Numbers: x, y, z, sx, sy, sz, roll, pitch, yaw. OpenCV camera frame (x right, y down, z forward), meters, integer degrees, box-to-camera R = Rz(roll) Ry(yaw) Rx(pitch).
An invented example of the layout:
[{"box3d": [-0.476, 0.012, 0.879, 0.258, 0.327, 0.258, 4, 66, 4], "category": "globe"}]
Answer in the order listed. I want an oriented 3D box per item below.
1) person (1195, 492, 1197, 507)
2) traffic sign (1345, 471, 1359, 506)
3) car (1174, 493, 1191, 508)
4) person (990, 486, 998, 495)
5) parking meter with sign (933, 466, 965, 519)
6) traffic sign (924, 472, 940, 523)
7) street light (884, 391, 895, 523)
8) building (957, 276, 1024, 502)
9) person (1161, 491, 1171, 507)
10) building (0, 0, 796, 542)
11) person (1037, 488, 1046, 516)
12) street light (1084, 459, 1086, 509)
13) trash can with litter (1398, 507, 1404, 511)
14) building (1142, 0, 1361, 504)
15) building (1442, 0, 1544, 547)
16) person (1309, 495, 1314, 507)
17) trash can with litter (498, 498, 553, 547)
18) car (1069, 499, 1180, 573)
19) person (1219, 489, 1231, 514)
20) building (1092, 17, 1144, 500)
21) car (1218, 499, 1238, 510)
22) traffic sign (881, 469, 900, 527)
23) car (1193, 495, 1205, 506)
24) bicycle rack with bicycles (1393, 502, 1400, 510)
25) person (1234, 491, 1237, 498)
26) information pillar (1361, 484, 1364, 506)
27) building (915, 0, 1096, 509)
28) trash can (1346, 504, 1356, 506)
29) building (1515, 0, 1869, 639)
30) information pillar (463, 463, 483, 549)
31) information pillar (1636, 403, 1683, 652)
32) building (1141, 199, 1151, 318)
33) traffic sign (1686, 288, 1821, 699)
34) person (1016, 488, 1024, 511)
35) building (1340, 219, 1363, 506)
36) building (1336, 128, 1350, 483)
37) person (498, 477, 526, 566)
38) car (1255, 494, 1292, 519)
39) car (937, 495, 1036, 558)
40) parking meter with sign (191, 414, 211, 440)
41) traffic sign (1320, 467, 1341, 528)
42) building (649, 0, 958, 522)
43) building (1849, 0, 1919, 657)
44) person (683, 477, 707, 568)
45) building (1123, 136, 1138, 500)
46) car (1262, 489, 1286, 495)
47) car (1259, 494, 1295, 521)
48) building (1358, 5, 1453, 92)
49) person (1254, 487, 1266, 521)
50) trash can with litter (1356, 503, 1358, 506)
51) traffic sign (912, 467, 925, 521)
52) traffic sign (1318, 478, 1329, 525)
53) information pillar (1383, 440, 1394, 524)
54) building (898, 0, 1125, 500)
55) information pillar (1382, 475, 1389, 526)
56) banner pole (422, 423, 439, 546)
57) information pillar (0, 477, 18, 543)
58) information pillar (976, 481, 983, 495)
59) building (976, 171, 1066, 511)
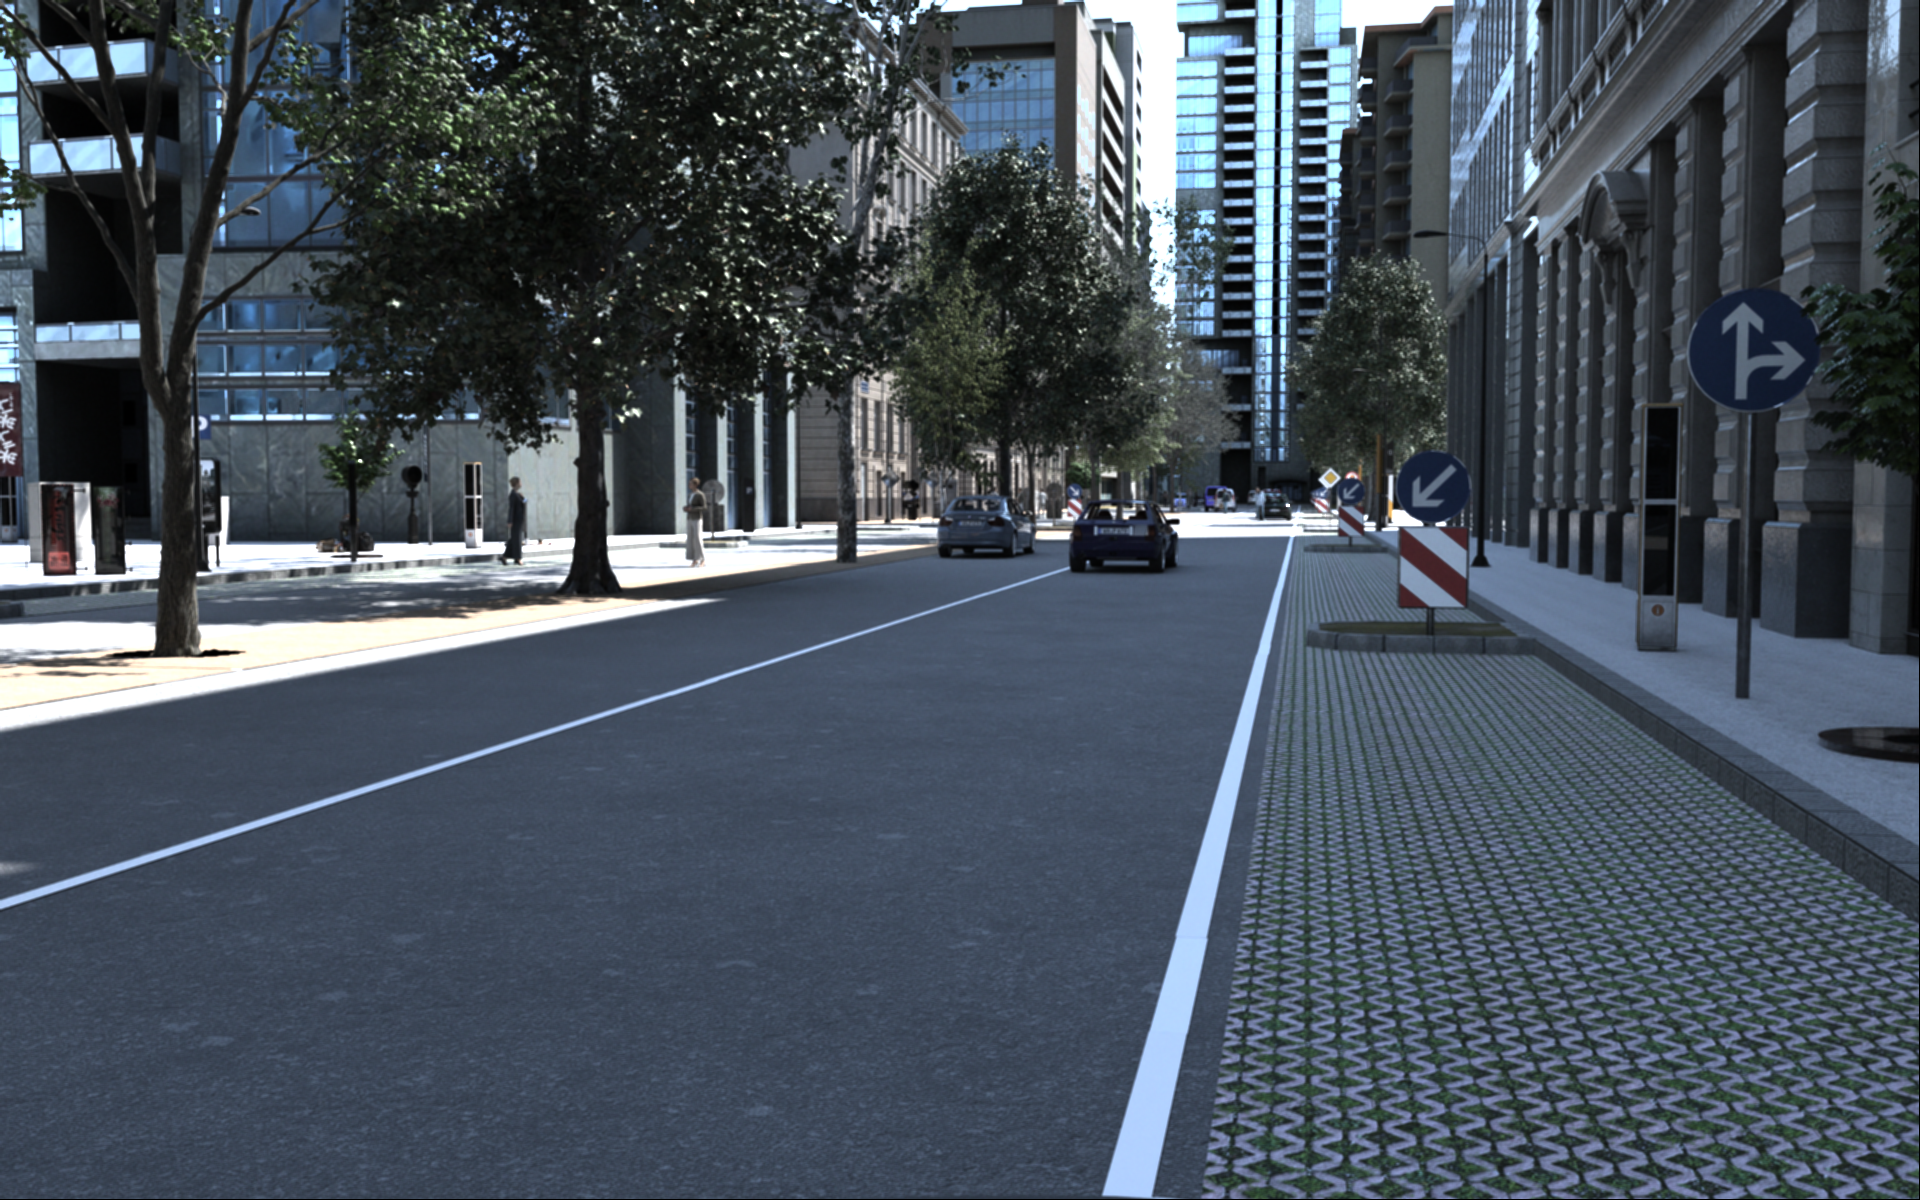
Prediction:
[{"box3d": [26.748, -11.401, 195.625, 0.721, 1.735, 1.217, 1, 4, 11], "category": "person"}, {"box3d": [22.013, -5.942, 97.256, 0.768, 2.556, 0.104, 1, 4, 12], "category": "traffic sign"}, {"box3d": [23.233, -10.519, 181.569, 1.945, 1.707, 3.694, 1, 4, 12], "category": "car"}, {"box3d": [1.698, -4.487, 82.060, 0.606, 1.804, 0.583, 3, 5, 44], "category": "person"}, {"box3d": [-0.536, -5.774, 90.666, 1.738, 3.016, 0.543, -1, 4, -22], "category": "parking meter with sign"}, {"box3d": [-1.188, -4.428, 76.042, 0.795, 2.450, 0.064, 1, 4, 11], "category": "traffic sign"}, {"box3d": [-2.665, -6.337, 76.150, 1.470, 5.913, 1.316, 1, 4, 11], "category": "street light"}, {"box3d": [-2.016, -15.138, 112.142, 10.561, 19.102, 19.286, 1, 4, 11], "category": "building"}, {"box3d": [22.911, -11.237, 192.940, 1.217, 1.736, 0.721, -1, 4, -20], "category": "person"}, {"box3d": [-23.697, -45.468, 56.067, 31.000, 86.520, 22.319, 1, 4, 11], "category": "building"}, {"box3d": [5.003, -6.013, 107.008, 0.606, 1.804, 0.583, -3, 4, -36], "category": "person"}, {"box3d": [11.010, -10.527, 144.652, 1.470, 5.913, 1.316, 1, 4, 11], "category": "street light"}, {"box3d": [33.962, -7.394, 132.282, 1.055, 1.170, 0.624, 3, 4, 38], "category": "trash can with litter"}, {"box3d": [41.932, -56.725, 240.121, 31.000, 86.520, 22.319, 1, 4, 11], "category": "building"}, {"box3d": [20.073, -16.469, 46.753, 11.434, 29.767, 29.804, 1, 4, 11], "category": "building"}, {"box3d": [37.226, -10.602, 182.369, 0.721, 1.766, 1.217, -2, 4, -34], "category": "person"}, {"box3d": [-10.692, -1.968, 43.233, 1.678, 1.210, 2.233, 1, 4, 11], "category": "trash can with litter"}, {"box3d": [3.159, -1.246, 32.953, 1.945, 1.354, 3.894, 1, 4, 12], "category": "car"}, {"box3d": [18.882, -7.041, 123.598, 0.794, 1.824, 0.713, -2, 4, -35], "category": "person"}, {"box3d": [8.164, -41.207, 215.740, 28.212, 58.520, 21.231, 1, 4, 11], "category": "building"}, {"box3d": [23.927, -8.906, 155.392, 2.009, 1.686, 4.222, 1, 4, 11], "category": "car"}, {"box3d": [-2.739, -3.949, 68.208, 0.795, 2.450, 0.064, 1, 4, 11], "category": "traffic sign"}, {"box3d": [28.256, -11.654, 203.116, 1.945, 1.354, 3.894, 1, 4, 12], "category": "car"}, {"box3d": [35.050, -7.622, 137.995, 2.852, 0.926, 2.925, -3, 5, -40], "category": "bicycle rack with bicycles"}, {"box3d": [33.181, -12.208, 208.552, 0.568, 1.767, 0.683, 0, 4, -3], "category": "person"}, {"box3d": [28.079, -7.148, 121.367, 0.304, 2.012, 0.304, 2, 4, 33], "category": "information pillar"}, {"box3d": [4.646, -31.077, 158.227, 14.600, 45.320, 14.200, 1, 4, 11], "category": "building"}, {"box3d": [25.581, -6.220, 113.354, 0.748, 1.137, 0.748, 0, 3, 0], "category": "trash can"}, {"box3d": [13.931, -11.864, 22.850, 11.050, 23.489, 19.941, 1, 4, 11], "category": "building"}, {"box3d": [-11.394, -2.204, 40.530, 0.304, 2.012, 0.304, 1, 4, 15], "category": "information pillar"}, {"box3d": [5.723, -0.593, 14.184, 0.304, 2.012, 0.304, 1, 4, 18], "category": "information pillar"}, {"box3d": [19.018, -34.143, 241.831, 14.086, 41.232, 14.154, 1, 4, 11], "category": "building"}, {"box3d": [4.925, -0.656, 10.825, 0.768, 2.556, 0.104, 1, 4, 16], "category": "traffic sign"}, {"box3d": [3.092, -4.964, 90.218, 0.362, 1.759, 0.519, -2, 4, -26], "category": "person"}, {"box3d": [47.252, -25.110, 182.242, 14.160, 30.474, 14.107, 1, 4, 11], "category": "building"}, {"box3d": [55.398, -33.529, 202.824, 22.147, 44.769, 28.867, 1, 4, 11], "category": "building"}, {"box3d": [-8.868, -1.557, 34.383, 0.534, 1.772, 0.576, -2, 4, -31], "category": "person"}, {"box3d": [18.229, -5.452, 100.946, 2.131, 1.459, 4.920, 1, 4, 12], "category": "car"}, {"box3d": [0.641, -1.742, 40.492, 2.014, 1.417, 4.499, 1, 4, 11], "category": "car"}, {"box3d": [-17.063, -2.596, 38.698, 0.543, 3.016, 1.738, -2, 4, -27], "category": "parking meter with sign"}, {"box3d": [13.880, -3.747, 64.910, 0.795, 2.450, 0.064, 1, 4, 11], "category": "traffic sign"}, {"box3d": [-7.922, -17.933, 90.473, 12.463, 27.353, 25.104, 1, 4, 11], "category": "building"}, {"box3d": [10.986, -9.178, 4.805, 10.420, 20.320, 16.860, 1, 4, 11], "category": "building"}, {"box3d": [-5.219, -1.518, 33.877, 0.519, 1.759, 0.362, 3, 5, 43], "category": "person"}, {"box3d": [12.080, -31.207, 193.823, 14.154, 41.232, 14.086, 1, 4, 11], "category": "building"}, {"box3d": [24.664, -7.855, 137.101, 2.281, 1.827, 5.304, 1, 4, 12], "category": "car"}, {"box3d": [17.251, -5.189, 94.621, 2.009, 1.686, 4.222, 1, 4, 12], "category": "car"}, {"box3d": [47.860, -30.899, 159.824, 22.147, 44.769, 28.867, 1, 4, 11], "category": "building"}, {"box3d": [15.689, -5.001, 90.534, 0.793, 1.790, 0.793, -2, 4, -25], "category": "person"}, {"box3d": [30.325, -7.426, 132.474, 1.678, 1.210, 2.233, -1, 4, -13], "category": "trash can with litter"}, {"box3d": [-1.882, -4.967, 81.310, 0.768, 2.556, 0.104, 1, 4, 15], "category": "traffic sign"}, {"box3d": [15.431, -4.226, 72.744, 0.795, 2.450, 0.064, 1, 4, 11], "category": "traffic sign"}, {"box3d": [18.381, -5.078, 74.380, 0.504, 3.616, 0.183, -1, 4, -9], "category": "information pillar"}, {"box3d": [4.986, -33.831, 176.845, 21.300, 48.544, 21.600, 1, 4, 11], "category": "building"}, {"box3d": [16.007, -3.723, 65.359, 0.304, 2.012, 0.304, 0, 4, 8], "category": "information pillar"}, {"box3d": [-13.252, -3.245, 43.071, 0.401, 3.779, 0.863, -2, 4, -28], "category": "banner pole"}, {"box3d": [-24.911, -2.498, 45.329, 0.304, 2.012, 0.304, 0, 4, -1], "category": "information pillar"}, {"box3d": [1.060, -5.669, 97.188, 0.304, 2.012, 0.304, 0, 4, 4], "category": "information pillar"}, {"box3d": [1.020, -20.622, 134.430, 12.463, 27.353, 25.104, 1, 4, 11], "category": "building"}]
